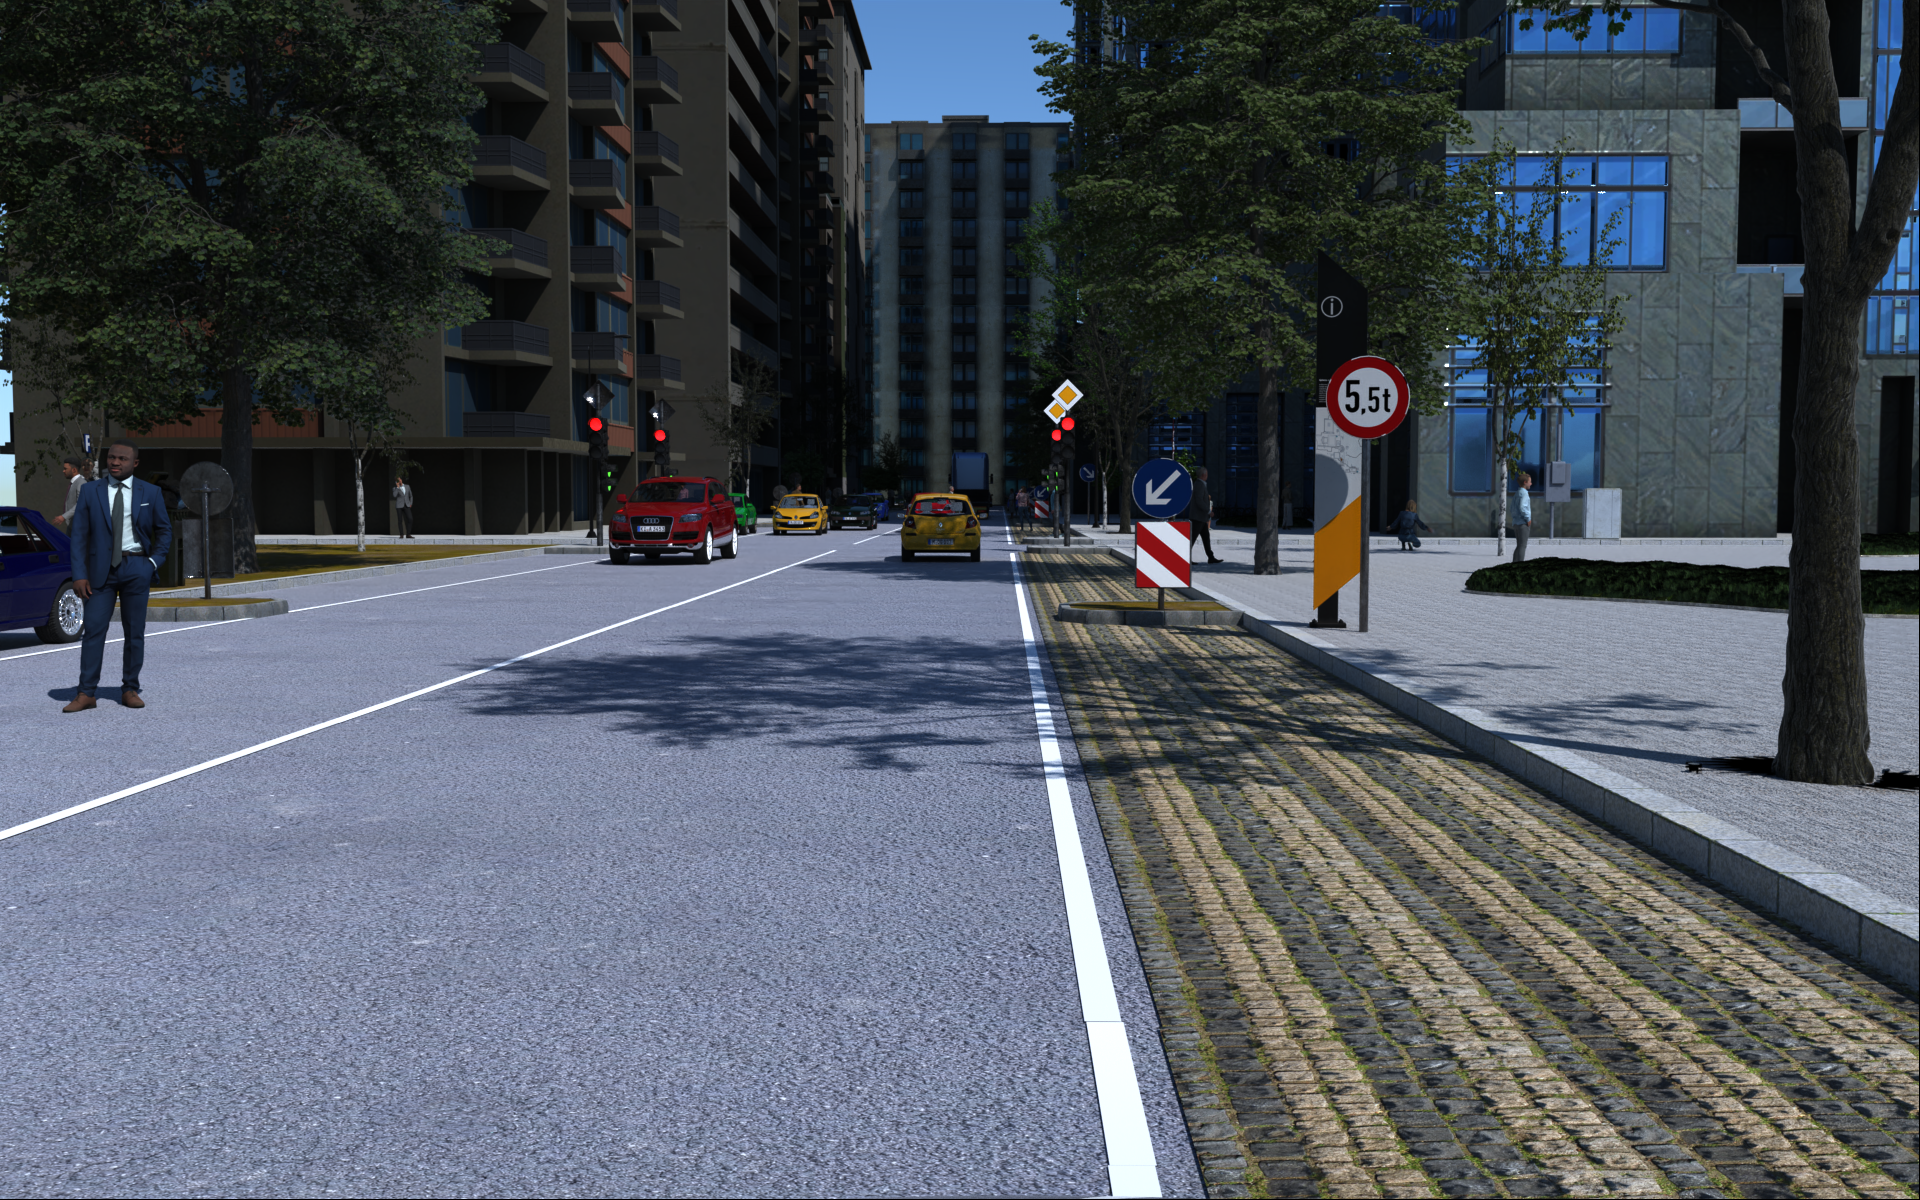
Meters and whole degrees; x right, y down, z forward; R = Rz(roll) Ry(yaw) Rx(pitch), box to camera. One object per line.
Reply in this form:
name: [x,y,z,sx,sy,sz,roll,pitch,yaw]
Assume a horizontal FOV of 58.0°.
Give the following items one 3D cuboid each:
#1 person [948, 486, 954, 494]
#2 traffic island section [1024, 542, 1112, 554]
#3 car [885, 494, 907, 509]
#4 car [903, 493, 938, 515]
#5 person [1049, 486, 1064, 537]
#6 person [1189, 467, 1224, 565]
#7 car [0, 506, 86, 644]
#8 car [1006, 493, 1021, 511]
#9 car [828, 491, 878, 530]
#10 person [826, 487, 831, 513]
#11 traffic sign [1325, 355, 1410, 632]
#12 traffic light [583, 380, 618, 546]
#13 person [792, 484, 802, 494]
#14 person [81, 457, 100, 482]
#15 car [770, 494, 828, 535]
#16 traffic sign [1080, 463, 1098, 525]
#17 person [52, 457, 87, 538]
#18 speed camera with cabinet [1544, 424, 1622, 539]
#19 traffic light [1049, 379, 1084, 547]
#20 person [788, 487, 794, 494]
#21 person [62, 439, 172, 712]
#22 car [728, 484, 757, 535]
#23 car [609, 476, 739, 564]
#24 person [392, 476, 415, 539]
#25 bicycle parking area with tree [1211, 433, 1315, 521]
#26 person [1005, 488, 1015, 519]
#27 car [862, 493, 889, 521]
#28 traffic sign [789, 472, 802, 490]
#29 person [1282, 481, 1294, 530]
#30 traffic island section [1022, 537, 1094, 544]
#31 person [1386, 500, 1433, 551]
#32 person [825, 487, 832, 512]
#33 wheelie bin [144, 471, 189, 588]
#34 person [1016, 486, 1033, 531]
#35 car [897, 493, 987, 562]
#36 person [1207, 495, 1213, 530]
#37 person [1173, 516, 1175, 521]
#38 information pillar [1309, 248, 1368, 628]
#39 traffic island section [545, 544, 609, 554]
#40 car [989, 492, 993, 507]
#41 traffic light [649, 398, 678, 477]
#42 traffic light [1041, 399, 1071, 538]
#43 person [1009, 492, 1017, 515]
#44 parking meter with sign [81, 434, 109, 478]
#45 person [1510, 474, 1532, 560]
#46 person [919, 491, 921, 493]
person: [-0.336,-4.065,75.363,0.834,1.777,0.661,-1,4,-8]
traffic island section: [2.643,-1.233,42.434,2.009,0.180,2.903,0,4,1]
car: [-5.965,-9.299,161.816,2.009,1.686,4.222,0,4,1]
car: [-1.097,-3.463,65.667,2.155,1.783,4.494,0,4,0]
person: [3.241,-3.023,57.947,0.620,1.820,0.660,0,4,1]
person: [4.431,-1.532,31.482,0.834,1.777,0.661,0,4,-7]
car: [-9.411,-0.170,15.358,1.945,1.354,3.894,0,4,1]
car: [4.828,-8.295,145.211,1.945,1.707,3.694,0,4,0]
car: [-4.267,-3.657,69.578,2.009,1.686,4.222,0,4,1]
person: [-9.103,-6.918,119.700,0.362,1.759,0.519,-1,4,-9]
traffic sign: [3.753,-0.974,16.027,0.768,2.556,0.104,0,4,3]
traffic light: [-8.855,-3.281,42.571,0.839,4.253,0.868,0,4,1]
person: [-6.689,-3.855,71.433,0.656,1.842,0.836,0,4,1]
person: [-13.155,-1.232,26.064,0.818,1.842,0.514,0,4,7]
car: [-5.638,-3.123,61.281,2.015,1.641,3.980,0,4,0]
traffic sign: [5.364,-4.405,72.121,0.768,2.556,0.104,0,4,3]
person: [-12.306,-1.095,24.216,0.850,1.792,0.678,-3,4,-36]
speed camera with cabinet: [17.705,-3.359,49.253,2.038,3.252,0.660,1,4,12]
traffic light: [2.604,-3.266,42.321,0.839,4.253,0.868,0,4,1]
person: [-12.089,-7.264,124.663,0.638,1.841,0.748,0,4,3]
person: [-5.672,-0.181,11.635,0.721,1.800,0.419,-2,4,-32]
car: [-8.290,-3.230,61.601,1.959,1.807,4.718,0,4,0]
car: [-6.044,-1.732,36.986,2.281,1.827,5.304,0,4,2]
person: [-16.042,-2.673,49.932,0.592,1.802,0.473,-1,4,-18]
bicycle parking area with tree: [16.343,-5.929,83.937,9.016,4.147,8.231,0,4,3]
person: [2.855,-5.480,98.672,0.524,1.755,0.480,-1,4,-20]
car: [-4.728,-5.055,92.239,1.945,1.707,3.694,0,4,2]
traffic sign: [-9.596,-6.162,100.862,0.768,2.556,0.104,0,4,6]
person: [11.850,-3.415,62.435,0.362,1.759,0.519,-2,4,-26]
traffic island section: [2.830,-1.721,50.417,2.009,0.180,2.903,0,4,1]
person: [10.178,-1.711,39.513,1.012,1.151,0.738,2,4,33]
person: [-9.204,-7.011,120.853,0.466,1.800,0.511,0,4,3]
wheelie bin: [-11.048,-0.981,23.945,0.693,1.594,0.980,0,4,-5]
person: [2.494,-3.487,66.107,0.593,1.750,0.643,-2,4,-32]
car: [-0.400,-1.703,38.060,2.015,1.641,3.980,0,3,0]
person: [8.811,-3.096,61.342,0.332,1.250,0.352,1,4,9]
person: [6.911,-3.074,56.641,0.444,1.785,0.601,3,4,39]
information pillar: [3.620,-1.541,16.546,0.504,3.616,0.183,1,4,9]
traffic island section: [-8.895,-1.249,42.707,2.009,0.180,2.903,0,4,1]
car: [2.530,-11.167,191.245,2.281,1.827,5.304,0,3,0]
traffic light: [-8.668,-3.770,50.554,0.839,4.253,0.868,0,4,1]
traffic light: [2.790,-3.754,50.304,0.839,4.253,0.868,0,4,1]
person: [3.527,-6.523,115.498,0.623,1.781,0.721,1,4,16]
parking meter with sign: [-24.466,-3.304,50.289,1.738,3.016,0.543,0,4,-1]
person: [8.939,-1.203,27.529,0.330,1.601,0.589,1,4,9]
person: [-4.362,-11.078,189.629,1.348,1.823,0.705,2,4,25]
